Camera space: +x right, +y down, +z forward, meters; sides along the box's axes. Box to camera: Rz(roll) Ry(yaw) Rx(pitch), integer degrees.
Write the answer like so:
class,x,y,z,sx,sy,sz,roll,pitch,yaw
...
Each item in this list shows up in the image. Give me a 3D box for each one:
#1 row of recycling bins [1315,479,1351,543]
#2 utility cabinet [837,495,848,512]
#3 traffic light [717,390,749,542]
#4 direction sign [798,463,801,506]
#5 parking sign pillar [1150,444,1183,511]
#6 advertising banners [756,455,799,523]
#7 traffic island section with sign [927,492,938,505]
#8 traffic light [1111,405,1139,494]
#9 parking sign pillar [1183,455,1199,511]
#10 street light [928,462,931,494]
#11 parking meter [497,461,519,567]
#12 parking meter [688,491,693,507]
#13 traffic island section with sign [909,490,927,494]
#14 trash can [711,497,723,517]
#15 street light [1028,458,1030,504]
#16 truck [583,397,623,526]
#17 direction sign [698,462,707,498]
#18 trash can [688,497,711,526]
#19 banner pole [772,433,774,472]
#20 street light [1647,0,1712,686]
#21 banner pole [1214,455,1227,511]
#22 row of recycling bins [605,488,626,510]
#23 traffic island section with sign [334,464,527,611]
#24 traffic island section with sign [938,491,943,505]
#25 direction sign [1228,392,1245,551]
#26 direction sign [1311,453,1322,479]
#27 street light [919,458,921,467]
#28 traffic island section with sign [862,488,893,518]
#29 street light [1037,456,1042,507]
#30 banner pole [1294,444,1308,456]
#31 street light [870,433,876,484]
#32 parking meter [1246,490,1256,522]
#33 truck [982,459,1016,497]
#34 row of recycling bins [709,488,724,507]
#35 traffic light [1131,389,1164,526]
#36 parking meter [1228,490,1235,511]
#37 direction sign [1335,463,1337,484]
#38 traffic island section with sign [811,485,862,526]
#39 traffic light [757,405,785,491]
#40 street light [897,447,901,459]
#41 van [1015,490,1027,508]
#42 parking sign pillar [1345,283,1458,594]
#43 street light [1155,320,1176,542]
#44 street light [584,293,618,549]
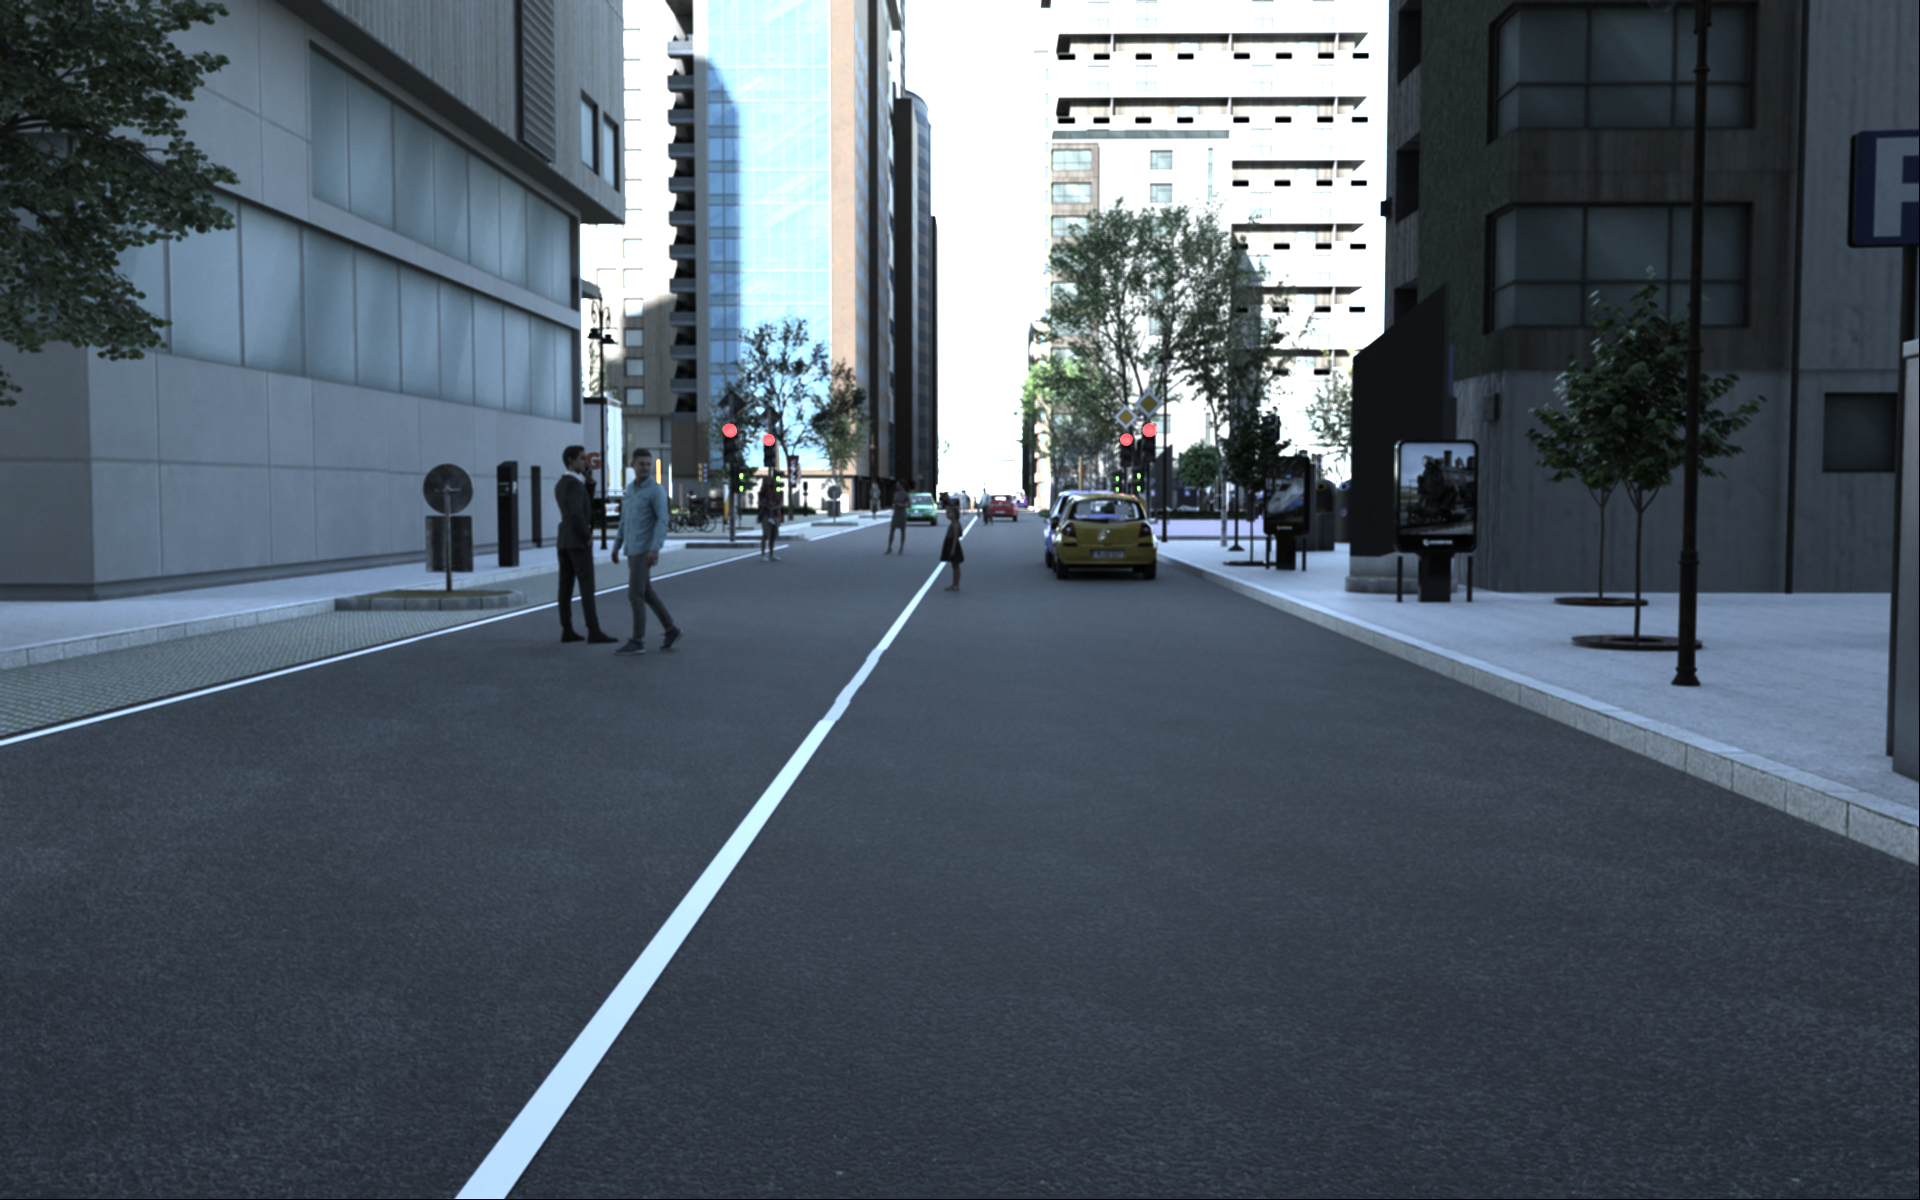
class,x,y,z,sx,sy,sz,roll,pitch,yaw
row of recycling bins,10.609,-2.350,45.537,1.069,1.692,3.534,-3,4,-37
utility cabinet,-8.712,-7.099,127.234,1.020,1.237,0.306,-3,5,-41
traffic light,-6.126,-3.531,46.653,0.839,4.253,0.868,0,4,1
direction sign,-11.717,-8.209,126.213,0.379,3.537,0.876,-1,4,-19
parking sign pillar,10.799,-6.386,92.876,1.447,3.967,1.447,-3,4,-39
advertising banners,-8.149,-4.973,77.489,2.074,3.025,0.090,1,4,16
traffic island section with sign,-3.623,-10.530,180.786,1.989,1.847,2.006,0,4,1
traffic light,5.185,-4.007,54.441,0.839,4.253,0.868,0,4,1
parking sign pillar,14.343,-7.362,108.840,1.447,3.967,1.447,1,4,22
street light,-4.384,-16.860,248.445,0.468,5.910,1.993,0,4,1
parking meter,-7.990,-1.523,30.614,0.255,1.863,0.399,0,4,7
parking meter,-19.275,-7.065,123.919,0.372,1.533,0.369,0,3,0
traffic island section with sign,-4.158,-8.831,153.014,1.989,1.847,2.006,0,4,1
trash can,-13.557,-5.124,95.434,0.748,1.137,0.748,0,3,0
street light,8.865,-15.192,221.182,0.468,5.910,1.993,0,4,1
truck,-15.741,-3.793,50.931,11.283,4.237,2.839,0,4,-1
direction sign,-18.298,-8.016,123.059,0.379,3.537,0.876,3,4,36
trash can,-10.436,-3.491,68.739,0.748,1.137,0.748,0,3,0
banner pole,-7.682,-4.945,70.874,0.401,3.779,0.863,-1,4,-15
street light,4.881,-2.366,11.468,0.468,5.910,1.993,0,4,1
banner pole,14.989,-6.735,100.133,0.863,3.779,0.401,0,4,-1
row of recycling bins,-25.529,-7.294,126.372,3.534,1.692,1.069,3,5,40
traffic island section with sign,-6.642,-0.822,22.061,1.989,1.847,2.006,0,4,1
traffic island section with sign,-2.569,-13.934,236.445,1.989,1.847,2.006,0,4,1
direction sign,6.249,-2.879,39.067,0.379,3.537,0.876,1,4,21
direction sign,19.746,-6.360,95.983,0.876,3.537,0.379,-3,4,-38
street light,-4.973,-14.789,214.592,0.468,5.910,1.993,0,4,1
traffic island section with sign,-5.069,-5.871,104.623,1.989,1.847,2.006,0,4,1
street light,7.921,-12.178,171.905,0.468,5.910,1.993,0,4,1
banner pole,16.940,-5.892,86.345,0.863,3.779,0.401,0,4,-3
street light,-6.641,-9.733,131.916,0.468,5.910,1.993,0,4,1
parking meter,13.627,-4.607,81.028,0.399,1.863,0.255,2,4,32
truck,3.289,-9.537,144.850,2.839,4.237,11.283,0,4,1
row of recycling bins,-17.598,-7.245,125.570,1.069,1.692,3.534,0,4,-3
traffic light,5.034,-3.519,46.458,0.839,4.253,0.868,0,4,1
parking meter,15.914,-5.696,101.548,0.372,1.533,0.369,0,3,0
direction sign,27.619,-8.275,127.294,0.379,3.537,0.876,1,4,16
traffic island section with sign,-5.590,-4.219,77.612,1.989,1.847,2.006,0,4,1
traffic light,-5.974,-4.019,54.637,0.839,4.253,0.868,0,4,1
street light,-5.866,-11.835,166.285,0.468,5.910,1.993,0,4,1
van,5.762,-10.203,173.824,2.013,2.044,4.112,0,4,1
parking sign pillar,5.818,-2.096,22.738,1.447,3.967,1.447,3,5,40
street light,5.459,-4.483,46.085,0.468,5.910,1.993,0,4,1
street light,-8.269,-4.114,40.051,0.468,5.910,1.993,0,4,1
